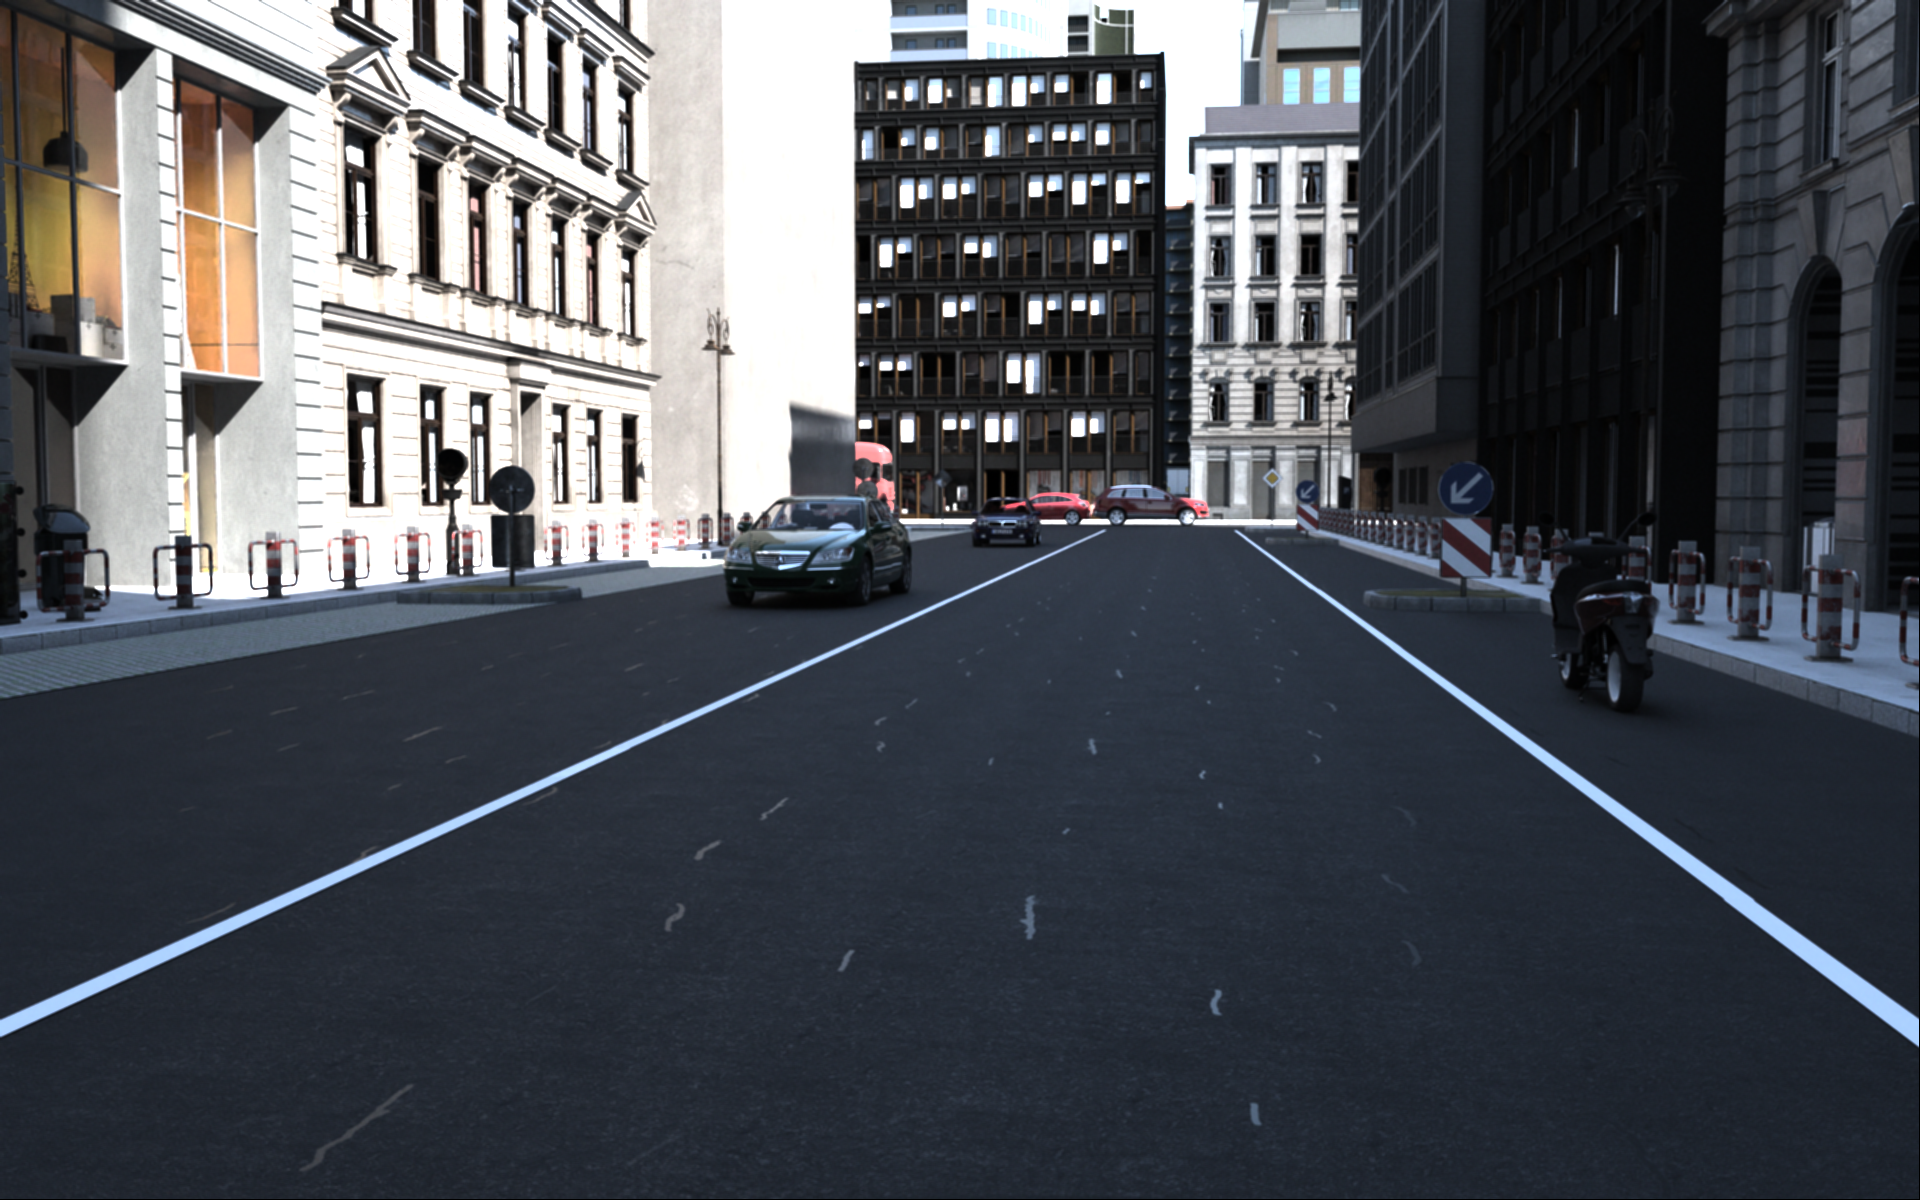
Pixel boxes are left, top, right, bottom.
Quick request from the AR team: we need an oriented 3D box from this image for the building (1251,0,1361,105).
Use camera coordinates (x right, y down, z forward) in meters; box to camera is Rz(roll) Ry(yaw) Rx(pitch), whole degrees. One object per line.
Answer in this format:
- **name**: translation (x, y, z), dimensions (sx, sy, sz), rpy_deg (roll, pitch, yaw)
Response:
- **building**: translation (44.769, -36.037, 178.444), dimensions (28.713, 52.752, 27.495), rpy_deg (0, 4, 7)

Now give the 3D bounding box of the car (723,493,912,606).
- **car**: translation (-1.858, -0.736, 23.827), dimensions (2.131, 1.459, 4.920), rpy_deg (1, 4, 9)

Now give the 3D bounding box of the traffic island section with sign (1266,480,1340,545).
- **traffic island section with sign**: translation (9.831, -2.519, 49.821), dimensions (1.989, 1.847, 2.006), rpy_deg (0, 4, 7)

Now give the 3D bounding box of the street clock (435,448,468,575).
- **street clock**: translation (-8.059, -1.402, 27.492), dimensions (0.471, 2.002, 0.358), rpy_deg (0, 4, -3)

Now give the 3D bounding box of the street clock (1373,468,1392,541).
- **street clock**: translation (11.625, -2.638, 47.695), dimensions (0.471, 2.002, 0.358), rpy_deg (0, 4, -3)

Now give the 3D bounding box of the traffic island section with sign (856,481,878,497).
- **traffic island section with sign**: translation (-2.713, -2.531, 50.002), dimensions (1.989, 1.847, 2.006), rpy_deg (0, 4, 7)

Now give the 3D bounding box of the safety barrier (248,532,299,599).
- **safety barrier**: translation (-8.414, -0.426, 21.244), dimensions (0.300, 0.817, 1.120), rpy_deg (0, 4, 7)

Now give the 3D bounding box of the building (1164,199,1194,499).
- **building**: translation (40.185, -36.535, 251.977), dimensions (28.867, 44.769, 22.147), rpy_deg (0, 4, 7)

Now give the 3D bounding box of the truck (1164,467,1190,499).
- **truck**: translation (23.317, -12.036, 185.709), dimensions (2.839, 4.237, 11.283), rpy_deg (0, 4, 7)

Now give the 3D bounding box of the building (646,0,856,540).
- **building**: translation (-22.151, -15.591, 59.421), dimensions (34.151, 26.468, 19.350), rpy_deg (0, 4, 7)

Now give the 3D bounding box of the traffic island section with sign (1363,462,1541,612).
- **traffic island section with sign**: translation (6.226, -0.826, 22.130), dimensions (1.989, 1.847, 2.006), rpy_deg (0, 4, 7)

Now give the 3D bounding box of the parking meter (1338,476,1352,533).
- **parking meter**: translation (12.476, -3.084, 56.142), dimensions (0.399, 1.863, 0.255), rpy_deg (-1, 4, -14)

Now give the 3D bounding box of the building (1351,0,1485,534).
- **building**: translation (20.019, -15.763, 51.237), dimensions (14.314, 27.812, 24.014), rpy_deg (0, 4, 7)

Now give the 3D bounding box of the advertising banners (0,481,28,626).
- **advertising banners**: translation (-9.371, -1.221, 16.153), dimensions (0.090, 3.025, 2.074), rpy_deg (0, 4, 2)

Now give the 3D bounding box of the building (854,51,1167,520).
- **building**: translation (2.874, -16.043, 91.982), dimensions (15.834, 23.373, 12.332), rpy_deg (0, 4, 7)

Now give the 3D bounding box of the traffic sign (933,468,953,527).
- **traffic sign**: translation (-0.686, -3.934, 67.966), dimensions (0.795, 2.450, 0.064), rpy_deg (0, 4, 7)

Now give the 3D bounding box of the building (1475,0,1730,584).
- **building**: translation (17.101, -12.320, 31.117), dimensions (12.332, 23.373, 15.834), rpy_deg (0, 4, 7)

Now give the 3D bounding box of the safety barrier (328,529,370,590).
- **safety barrier**: translation (-8.162, -0.543, 23.150), dimensions (0.300, 0.817, 1.120), rpy_deg (0, 4, 7)

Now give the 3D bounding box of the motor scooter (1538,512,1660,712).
- **motor scooter**: translation (4.461, 0.045, 12.049), dimensions (0.815, 1.314, 1.986), rpy_deg (0, 4, 7)

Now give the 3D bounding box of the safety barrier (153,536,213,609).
- **safety barrier**: translation (-8.662, -0.309, 19.335), dimensions (0.300, 0.817, 1.120), rpy_deg (0, 4, 7)

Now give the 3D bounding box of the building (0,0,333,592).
- **building**: translation (-17.509, -14.425, 13.343), dimensions (11.434, 29.767, 29.804), rpy_deg (0, 4, 7)

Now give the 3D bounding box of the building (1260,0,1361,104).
- **building**: translation (34.645, -31.125, 159.001), dimensions (14.600, 45.320, 14.200), rpy_deg (0, 4, 7)

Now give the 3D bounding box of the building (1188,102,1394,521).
- **building**: translation (20.669, -14.581, 87.553), dimensions (18.267, 20.994, 9.793), rpy_deg (0, 4, 7)

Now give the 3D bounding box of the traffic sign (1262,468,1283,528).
- **traffic sign**: translation (11.949, -3.833, 66.306), dimensions (0.795, 2.450, 0.064), rpy_deg (0, 4, 7)

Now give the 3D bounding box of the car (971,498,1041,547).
- **car**: translation (1.321, -2.192, 48.419), dimensions (1.945, 1.354, 3.894), rpy_deg (0, 4, 6)

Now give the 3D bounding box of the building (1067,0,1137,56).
- **building**: translation (15.215, -49.881, 253.804), dimensions (20.611, 71.187, 20.563), rpy_deg (0, 4, 7)

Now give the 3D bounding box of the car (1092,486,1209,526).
- **car**: translation (8.713, -4.308, 79.109), dimensions (5.304, 1.827, 2.281), rpy_deg (0, 4, 8)

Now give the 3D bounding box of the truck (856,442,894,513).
- **truck**: translation (-8.159, -5.712, 82.308), dimensions (11.283, 4.237, 2.839), rpy_deg (0, 4, 7)

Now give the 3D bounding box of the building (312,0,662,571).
- **building**: translation (-14.025, -10.599, 37.921), dimensions (10.561, 19.102, 19.286), rpy_deg (0, 4, 7)

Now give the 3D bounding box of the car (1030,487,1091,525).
- **car**: translation (3.886, -4.401, 80.994), dimensions (4.494, 1.783, 2.155), rpy_deg (1, 4, 9)

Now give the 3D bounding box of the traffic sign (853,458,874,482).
- **traffic sign**: translation (-3.385, -3.690, 60.444), dimensions (0.768, 2.556, 0.104), rpy_deg (1, 4, 12)

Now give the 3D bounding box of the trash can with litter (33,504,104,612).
- **trash can with litter**: translation (-9.798, -0.477, 19.181), dimensions (1.055, 1.170, 0.624), rpy_deg (3, 5, 40)

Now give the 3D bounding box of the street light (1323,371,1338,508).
- **street light**: translation (13.882, -5.643, 65.058), dimensions (0.468, 5.910, 1.993), rpy_deg (0, 4, 7)

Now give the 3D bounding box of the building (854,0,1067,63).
- **building**: translation (-0.999, -38.409, 169.991), dimensions (21.231, 58.520, 28.212), rpy_deg (0, 4, 7)

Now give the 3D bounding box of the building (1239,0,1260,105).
- **building**: translation (43.792, -40.649, 206.607), dimensions (21.231, 58.520, 28.212), rpy_deg (0, 4, 7)

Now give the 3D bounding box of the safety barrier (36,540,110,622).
- **safety barrier**: translation (-8.913, -0.193, 17.425), dimensions (0.300, 0.817, 1.120), rpy_deg (0, 4, 7)

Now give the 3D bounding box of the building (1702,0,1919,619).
- **building**: translation (14.870, -10.372, 11.376), dimensions (13.314, 21.916, 24.055), rpy_deg (0, 4, 7)

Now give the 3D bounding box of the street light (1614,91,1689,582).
- **street light**: translation (8.100, -2.914, 20.436), dimensions (0.468, 5.910, 1.993), rpy_deg (0, 4, 7)

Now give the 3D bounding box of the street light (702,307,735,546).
- **street light**: translation (-5.982, -4.298, 43.060), dimensions (0.468, 5.910, 1.993), rpy_deg (0, 4, 7)

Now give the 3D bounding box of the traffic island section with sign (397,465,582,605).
- **traffic island section with sign**: translation (-6.205, -0.896, 23.273), dimensions (1.989, 1.847, 2.006), rpy_deg (0, 4, 7)
